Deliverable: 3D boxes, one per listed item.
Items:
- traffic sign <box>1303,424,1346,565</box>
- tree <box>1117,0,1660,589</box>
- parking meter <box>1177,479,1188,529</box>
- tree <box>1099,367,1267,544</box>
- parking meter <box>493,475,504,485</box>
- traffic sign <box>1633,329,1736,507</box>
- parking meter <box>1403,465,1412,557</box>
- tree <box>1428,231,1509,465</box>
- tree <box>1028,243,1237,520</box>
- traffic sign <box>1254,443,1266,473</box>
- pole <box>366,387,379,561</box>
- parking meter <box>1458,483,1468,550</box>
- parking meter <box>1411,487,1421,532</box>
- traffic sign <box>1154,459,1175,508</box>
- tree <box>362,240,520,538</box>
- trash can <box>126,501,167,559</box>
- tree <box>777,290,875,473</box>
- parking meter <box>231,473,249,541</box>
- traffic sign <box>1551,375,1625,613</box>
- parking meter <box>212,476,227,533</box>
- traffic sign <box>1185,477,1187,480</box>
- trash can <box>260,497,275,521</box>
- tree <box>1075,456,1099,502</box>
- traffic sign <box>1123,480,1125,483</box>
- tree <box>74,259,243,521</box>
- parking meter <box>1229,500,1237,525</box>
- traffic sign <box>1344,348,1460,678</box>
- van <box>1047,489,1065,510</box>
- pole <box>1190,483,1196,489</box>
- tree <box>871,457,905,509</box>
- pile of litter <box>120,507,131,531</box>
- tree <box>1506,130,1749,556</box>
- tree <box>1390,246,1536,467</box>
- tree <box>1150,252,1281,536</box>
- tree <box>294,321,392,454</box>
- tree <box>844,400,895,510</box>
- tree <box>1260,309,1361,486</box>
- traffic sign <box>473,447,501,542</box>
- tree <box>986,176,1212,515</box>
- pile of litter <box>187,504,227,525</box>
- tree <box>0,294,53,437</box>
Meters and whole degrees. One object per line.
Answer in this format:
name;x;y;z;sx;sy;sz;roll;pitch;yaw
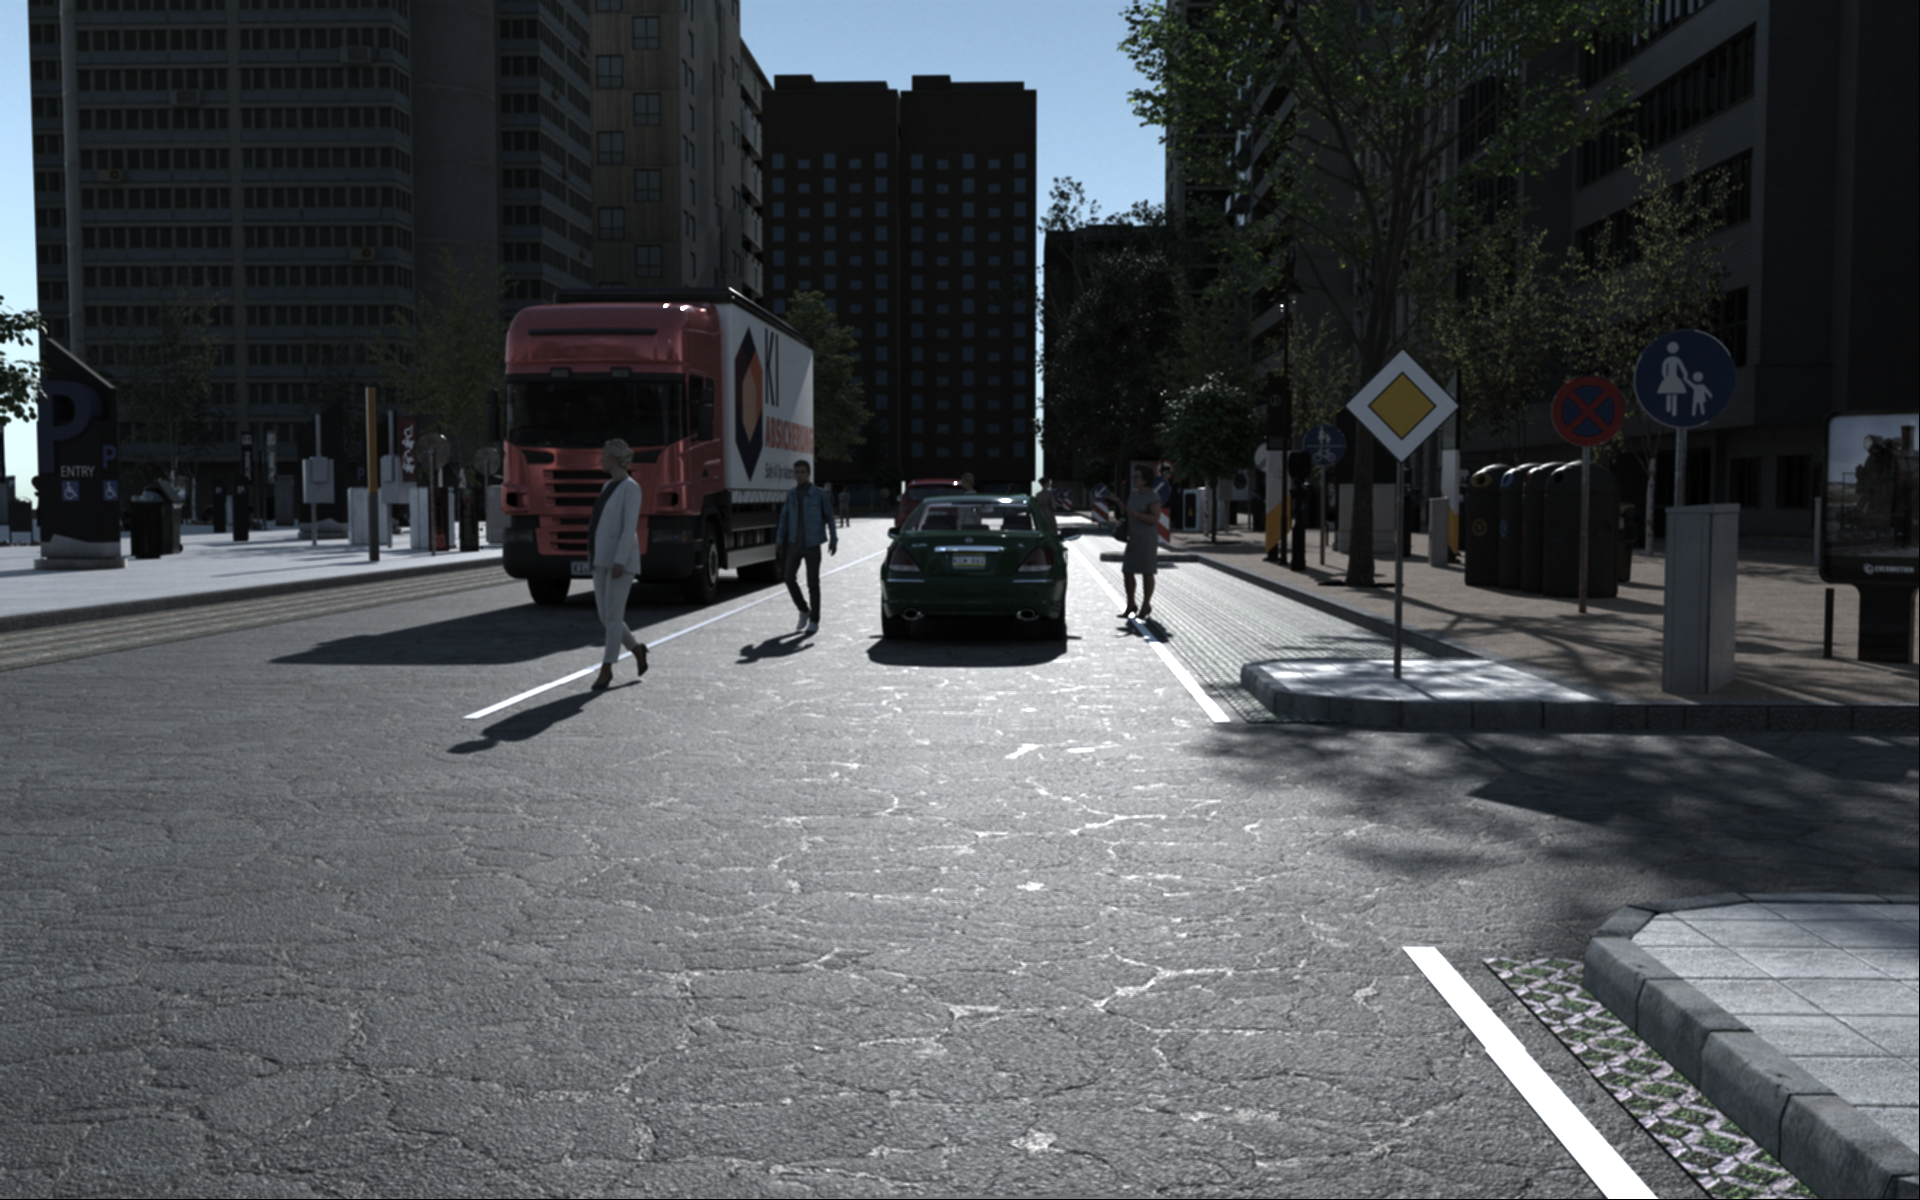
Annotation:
traffic sign;6.603;-1.919;31.475;0.768;2.556;0.104;0;4;7
tree;5.722;-5.989;23.680;9.928;11.665;9.643;0;3;0
parking meter;8.147;-3.532;63.465;0.255;1.863;0.399;-2;4;-30
tree;6.536;-3.753;45.082;4.285;4.588;4.351;0;3;0
parking meter;-14.150;-2.908;53.257;0.255;1.863;0.399;-3;5;-44
traffic sign;5.600;-0.818;13.474;0.768;2.556;0.104;0;4;6
parking meter;9.028;-1.805;35.218;0.255;1.863;0.399;0;4;6
tree;14.845;-5.900;46.825;4.360;8.622;3.978;0;3;0
tree;7.795;-9.929;79.340;9.611;12.733;9.660;0;3;0
traffic sign;7.590;-2.595;42.541;0.768;2.556;0.104;1;4;11
pole;-11.230;-2.401;33.107;0.158;3.312;0.155;0;3;0
parking meter;11.608;-1.918;39.768;0.372;1.533;0.369;0;3;0
parking meter;15.247;-3.037;58.072;0.372;1.533;0.369;0;3;0
traffic sign;7.414;-3.835;62.815;0.768;2.556;0.104;1;4;10
tree;-14.609;-6.088;49.909;4.737;8.622;4.395;0;3;0
trash can;-16.194;-1.398;34.505;0.748;1.137;0.748;0;3;0
tree;-8.601;-10.889;96.159;7.486;12.596;7.792;0;3;0
parking meter;-19.610;-2.539;47.221;0.399;1.863;0.255;-2;4;-35
traffic sign;6.734;-1.134;18.654;0.768;2.556;0.104;0;4;7
parking meter;-24.507;-3.159;57.353;0.399;1.863;0.255;-1;4;-18
traffic sign;9.229;-4.431;72.554;0.768;2.556;0.104;0;4;8
trash can;-33.401;-4.400;83.585;0.748;1.137;0.748;0;3;0
tree;10.691;-9.328;136.221;4.285;4.588;4.351;0;3;0
traffic sign;8.592;-5.309;86.804;0.884;2.594;0.081;1;4;8
tree;-24.717;-6.319;53.685;4.360;8.622;3.978;0;3;0
parking meter;11.429;-4.093;72.625;0.399;1.863;0.255;-1;4;-12
traffic sign;3.044;-0.511;12.004;0.795;2.450;0.064;0;4;2
van;7.953;-8.576;147.226;2.013;2.044;4.112;0;4;2
pole;8.268;-4.134;61.433;0.158;3.312;0.155;0;3;0
tree;-6.523;-10.400;153.747;4.285;4.588;4.351;0;3;0
pile of litter;-29.001;-2.807;59.863;1.176;0.858;1.719;2;4;30
tree;14.188;-5.222;35.741;4.360;8.622;3.978;0;3;0
tree;14.918;-6.209;51.880;4.737;8.622;4.395;0;3;0
tree;7.644;-6.277;52.993;4.737;8.622;4.395;0;3;0
tree;-26.613;-7.586;74.390;4.360;8.622;3.978;0;3;0
tree;-7.035;-11.308;135.244;4.360;8.622;3.978;0;3;0
tree;14.076;-7.266;69.158;4.360;8.622;3.978;0;3;0
traffic sign;-12.733;-2.844;46.611;0.768;2.556;0.104;1;4;9
tree;8.375;-15.190;104.238;12.611;20.169;13.585;0;3;0
pile of litter;-31.448;-3.573;72.387;1.719;0.858;1.176;1;4;19
tree;-11.972;-2.156;18.967;4.285;4.588;4.351;0;3;0
